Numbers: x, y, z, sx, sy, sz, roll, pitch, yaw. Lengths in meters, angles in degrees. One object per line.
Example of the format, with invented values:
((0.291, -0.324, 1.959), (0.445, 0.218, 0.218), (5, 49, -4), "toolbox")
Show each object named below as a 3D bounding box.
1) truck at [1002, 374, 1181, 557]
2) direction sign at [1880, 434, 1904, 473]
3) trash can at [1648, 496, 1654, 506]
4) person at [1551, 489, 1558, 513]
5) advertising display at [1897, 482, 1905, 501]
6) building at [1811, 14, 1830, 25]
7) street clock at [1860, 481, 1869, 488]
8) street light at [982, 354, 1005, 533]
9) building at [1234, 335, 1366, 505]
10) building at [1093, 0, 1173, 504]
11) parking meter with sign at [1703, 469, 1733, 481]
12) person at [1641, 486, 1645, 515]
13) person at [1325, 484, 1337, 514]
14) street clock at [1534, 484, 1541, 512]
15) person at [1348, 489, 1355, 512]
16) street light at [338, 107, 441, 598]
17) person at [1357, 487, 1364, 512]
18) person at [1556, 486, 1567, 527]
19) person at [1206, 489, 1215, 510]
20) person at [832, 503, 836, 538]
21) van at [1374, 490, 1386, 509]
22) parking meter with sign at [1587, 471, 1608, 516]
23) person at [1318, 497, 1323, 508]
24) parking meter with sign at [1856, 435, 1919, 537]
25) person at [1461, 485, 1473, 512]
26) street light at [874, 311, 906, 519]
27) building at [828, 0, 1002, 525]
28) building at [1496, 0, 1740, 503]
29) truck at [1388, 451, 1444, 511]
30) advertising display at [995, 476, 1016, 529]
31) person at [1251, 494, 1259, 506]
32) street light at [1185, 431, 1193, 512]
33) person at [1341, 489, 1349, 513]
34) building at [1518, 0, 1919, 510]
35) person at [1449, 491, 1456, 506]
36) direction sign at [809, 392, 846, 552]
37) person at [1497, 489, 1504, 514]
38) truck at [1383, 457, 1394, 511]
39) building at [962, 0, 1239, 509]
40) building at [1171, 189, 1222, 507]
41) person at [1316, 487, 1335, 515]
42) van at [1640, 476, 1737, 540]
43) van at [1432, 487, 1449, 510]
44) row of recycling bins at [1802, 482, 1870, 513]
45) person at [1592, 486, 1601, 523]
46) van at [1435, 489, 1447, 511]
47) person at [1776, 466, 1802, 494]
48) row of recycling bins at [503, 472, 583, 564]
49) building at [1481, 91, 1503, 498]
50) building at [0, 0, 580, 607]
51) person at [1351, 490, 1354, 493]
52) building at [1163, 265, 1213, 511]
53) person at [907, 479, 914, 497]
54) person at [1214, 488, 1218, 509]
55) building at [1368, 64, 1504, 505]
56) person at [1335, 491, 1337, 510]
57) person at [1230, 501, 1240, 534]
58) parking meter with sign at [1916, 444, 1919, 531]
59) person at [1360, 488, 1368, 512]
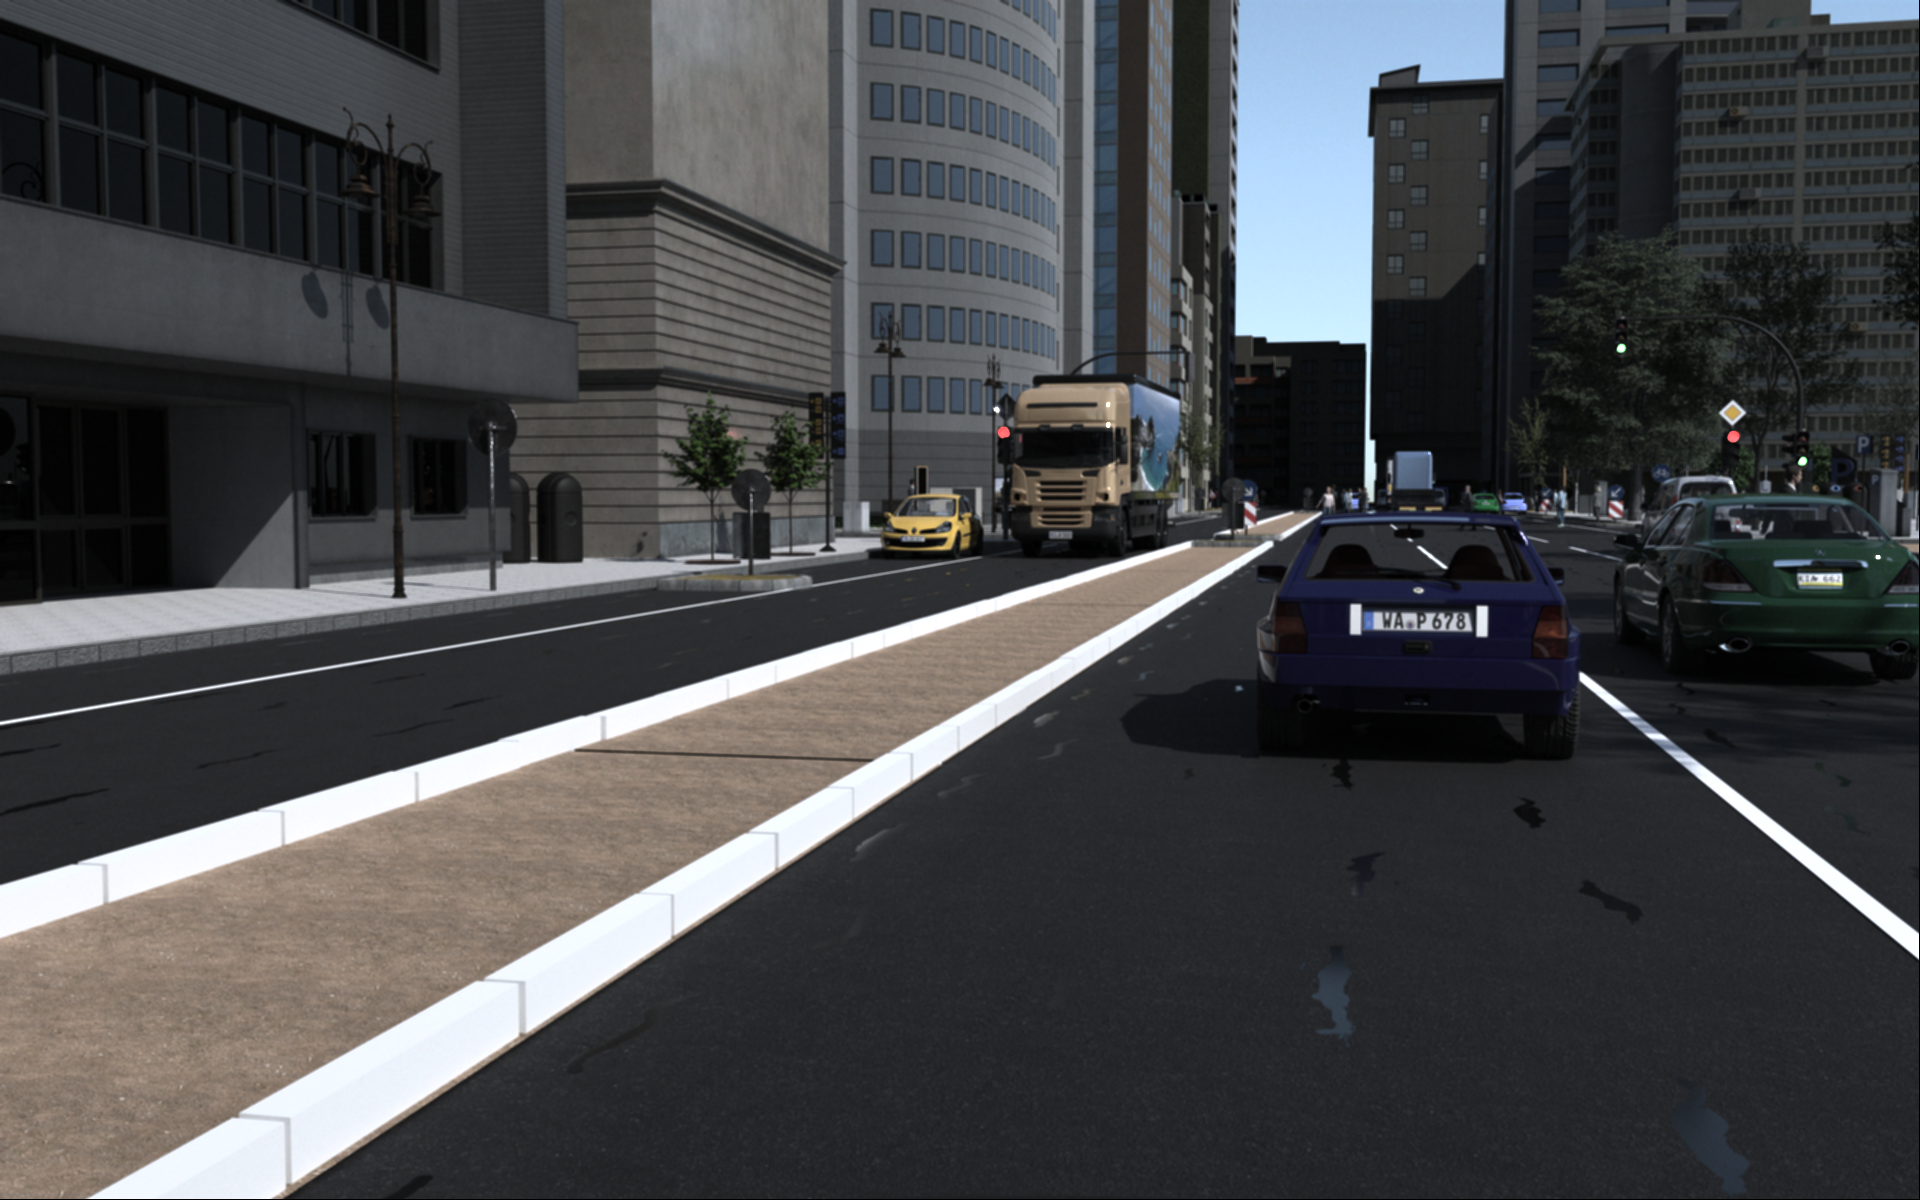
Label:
((3.477, -3.296, 42.797), (2.839, 4.237, 11.283), (1, 4, 15), "truck")
((34.971, -4.468, 65.042), (0.876, 3.537, 0.379), (0, 4, -2), "direction sign")
((43.052, -5.855, 107.390), (0.748, 1.137, 0.748), (0, 3, 0), "trash can")
((40.267, -6.688, 117.209), (0.589, 1.601, 0.330), (-3, 5, -41), "person")
((48.841, -5.181, 89.924), (0.123, 1.923, 0.974), (0, 4, -7), "advertising display")
((82.246, -34.114, 181.471), (21.600, 48.544, 21.300), (1, 4, 13), "building")
((51.553, -5.764, 98.812), (0.358, 2.002, 0.471), (-3, 5, -44), "street clock")
((1.111, -5.156, 57.090), (0.468, 5.910, 1.993), (1, 4, 13), "street light")
((38.032, -23.315, 226.236), (28.899, 21.520, 27.650), (1, 4, 13), "building")
((6.390, -28.429, 114.925), (14.600, 45.320, 14.200), (1, 4, 13), "building")
((29.479, -4.389, 68.016), (1.738, 3.016, 0.543), (0, 4, 0), "parking meter with sign")
((41.085, -6.016, 104.686), (0.573, 1.790, 0.520), (1, 4, 18), "person")
((16.052, -4.092, 75.205), (0.655, 1.846, 0.447), (0, 4, 4), "person")
((40.468, -7.142, 121.334), (0.471, 2.002, 0.358), (-2, 4, -30), "street clock")
((27.554, -6.936, 122.130), (0.641, 1.798, 0.478), (2, 4, 28), "person")
((-6.934, -2.963, 21.239), (0.468, 5.910, 1.993), (1, 4, 13), "street light")
((25.157, -6.145, 108.784), (0.447, 1.846, 0.655), (-2, 4, -24), "person")
((26.366, -4.106, 75.903), (0.793, 1.790, 0.793), (1, 4, 18), "person")
((20.377, -8.197, 141.006), (0.436, 1.711, 0.756), (-2, 4, -29), "person")
((-4.095, -2.639, 52.038), (0.834, 1.777, 0.661), (-2, 4, -28), "person")
((40.328, -9.619, 164.289), (2.013, 2.044, 4.112), (1, 4, 14), "van")
((37.073, -6.356, 100.173), (1.738, 3.016, 0.543), (-2, 4, -24), "parking meter with sign")
((37.828, -10.318, 180.462), (1.065, 1.426, 0.557), (1, 4, 15), "person")
((27.543, -3.384, 51.588), (1.738, 3.016, 0.543), (-1, 4, -19), "parking meter with sign")
((19.853, -3.611, 67.931), (0.834, 1.777, 0.661), (0, 4, 1), "person")
((-1.764, -4.348, 43.884), (0.468, 5.910, 1.993), (1, 4, 13), "street light")
((-5.965, -33.105, 83.273), (21.231, 58.520, 28.212), (1, 4, 13), "building")
((62.858, -38.164, 165.975), (21.231, 58.520, 28.212), (1, 4, 13), "building")
((27.269, -6.968, 103.691), (2.967, 4.110, 18.799), (1, 4, 13), "truck")
((1.723, -3.560, 63.426), (0.974, 1.923, 0.123), (1, 4, 14), "advertising display")
((20.916, -6.994, 122.941), (0.778, 1.811, 0.616), (-3, 5, -42), "person")
((16.441, -9.254, 124.089), (0.468, 5.910, 1.993), (1, 4, 13), "street light")
((26.203, -6.658, 117.617), (0.793, 1.790, 0.793), (1, 4, 21), "person")
((62.776, -27.398, 139.840), (32.217, 40.220, 23.993), (1, 4, 13), "building")
((56.377, -11.608, 198.971), (0.721, 1.739, 1.217), (-3, 5, -45), "person")
((-2.954, -2.850, 38.601), (0.876, 3.537, 0.379), (1, 4, 19), "direction sign")
((36.361, -6.594, 116.895), (0.643, 1.750, 0.593), (0, 4, -5), "person")
((34.582, -8.959, 135.386), (2.839, 4.237, 11.283), (1, 4, 13), "truck")
((16.602, -39.923, 194.746), (28.212, 58.520, 21.231), (1, 4, 13), "building")
((17.568, -24.176, 166.979), (14.160, 30.474, 14.107), (1, 4, 13), "building")
((15.049, -3.817, 71.584), (0.731, 1.740, 0.598), (-1, 4, -13), "person")
((17.557, -2.123, 41.716), (2.013, 2.044, 4.112), (1, 4, 12), "van")
((43.781, -9.460, 159.048), (2.240, 2.365, 5.245), (1, 4, 13), "van")
((30.184, -3.193, 59.317), (3.534, 1.692, 1.069), (0, 4, -5), "row of recycling bins")
((28.538, -4.227, 77.790), (0.537, 1.800, 0.526), (-2, 4, -25), "person")
((40.812, -8.667, 148.713), (2.013, 2.044, 4.112), (1, 4, 12), "van")
((12.397, -1.076, 25.869), (0.755, 1.850, 0.659), (1, 4, 14), "person")
((-8.820, -1.535, 32.215), (3.534, 1.692, 1.069), (-1, 4, -12), "row of recycling bins")
((64.546, -32.883, 187.745), (14.600, 45.320, 14.200), (1, 4, 13), "building")
((-16.393, -12.036, 15.860), (14.314, 24.678, 30.058), (1, 4, 13), "building")
((34.712, -8.849, 153.714), (0.750, 1.759, 0.617), (-2, 4, -26), "person")
((6.430, -18.515, 147.762), (27.650, 21.520, 28.899), (1, 4, 13), "building")
((-1.526, -3.179, 58.194), (0.466, 1.800, 0.511), (-3, 5, -43), "person")
((22.218, -8.836, 150.482), (0.705, 1.831, 1.348), (1, 4, 12), "person")
((65.648, -38.553, 219.576), (27.495, 52.752, 28.713), (1, 4, 13), "building")
((33.069, -8.754, 152.351), (0.721, 1.735, 1.217), (1, 4, 21), "person")
((8.814, -2.607, 56.135), (0.505, 1.210, 0.382), (-1, 4, -16), "person")
((34.033, -3.888, 59.829), (1.738, 3.016, 0.543), (3, 5, 44), "parking meter with sign")
((23.941, -5.752, 102.644), (0.767, 1.812, 0.694), (0, 4, 1), "person")
